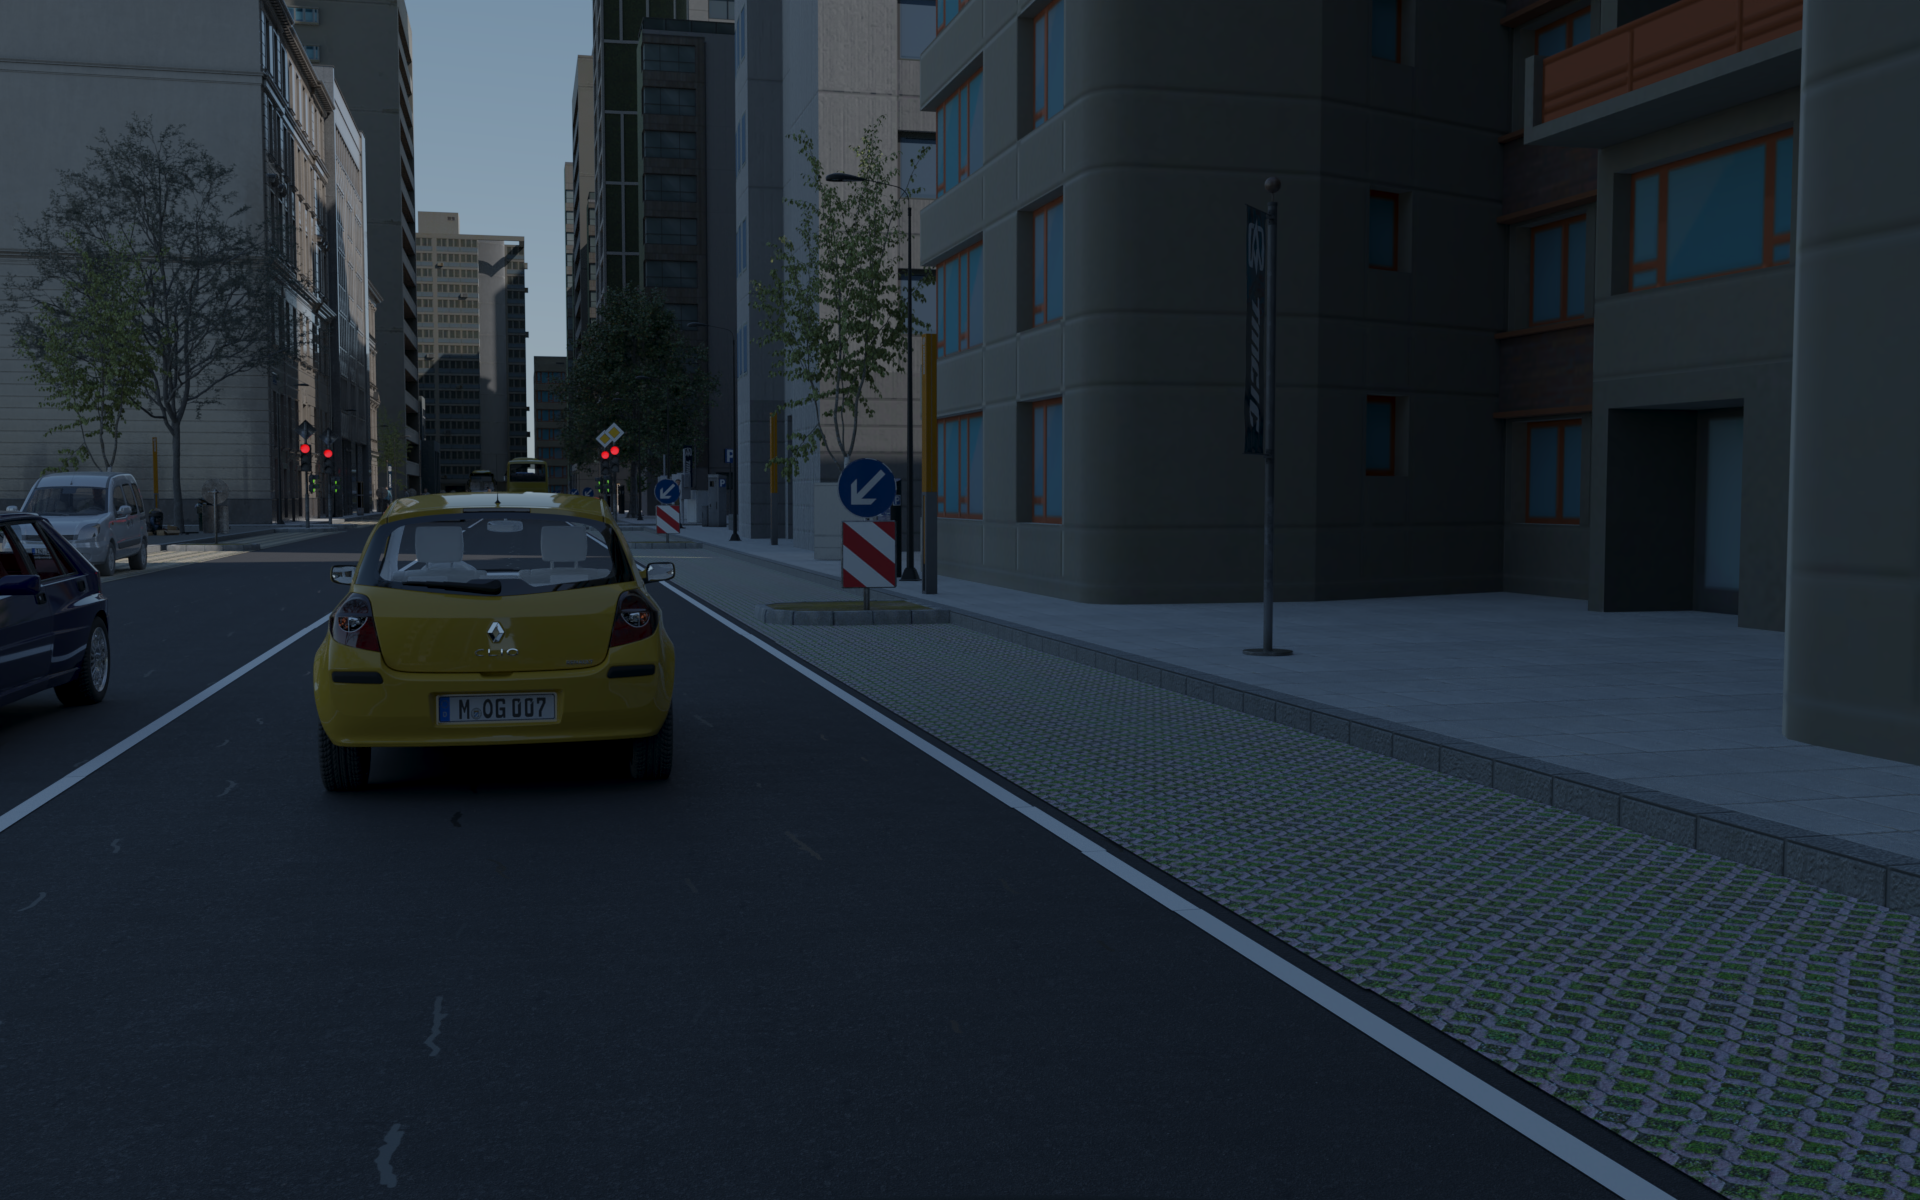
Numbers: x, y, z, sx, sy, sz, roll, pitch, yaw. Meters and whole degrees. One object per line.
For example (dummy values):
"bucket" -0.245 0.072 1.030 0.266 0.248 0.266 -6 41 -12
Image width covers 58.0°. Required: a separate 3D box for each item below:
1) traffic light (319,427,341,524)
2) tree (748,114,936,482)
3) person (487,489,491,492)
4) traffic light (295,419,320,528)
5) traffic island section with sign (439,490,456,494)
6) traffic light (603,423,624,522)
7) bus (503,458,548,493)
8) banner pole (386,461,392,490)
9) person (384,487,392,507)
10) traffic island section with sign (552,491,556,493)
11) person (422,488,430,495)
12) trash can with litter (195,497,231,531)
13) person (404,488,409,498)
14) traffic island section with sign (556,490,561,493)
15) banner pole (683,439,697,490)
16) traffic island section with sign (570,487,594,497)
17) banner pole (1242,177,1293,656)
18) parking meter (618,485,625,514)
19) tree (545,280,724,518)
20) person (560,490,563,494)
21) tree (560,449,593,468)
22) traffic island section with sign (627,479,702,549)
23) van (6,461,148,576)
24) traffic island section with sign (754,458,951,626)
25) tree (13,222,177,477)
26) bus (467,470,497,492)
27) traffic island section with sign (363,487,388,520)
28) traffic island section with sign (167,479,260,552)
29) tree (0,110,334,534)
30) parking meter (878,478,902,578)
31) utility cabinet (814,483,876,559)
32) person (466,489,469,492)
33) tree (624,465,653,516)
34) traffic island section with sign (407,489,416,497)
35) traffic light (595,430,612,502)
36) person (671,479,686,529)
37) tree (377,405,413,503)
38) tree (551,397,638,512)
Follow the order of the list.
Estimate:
"traffic light" -26.554 -5.142 72.987 0.839 4.253 0.868 -1 4 -14
"tree" -2.292 -5.133 34.293 4.737 8.622 4.395 0 3 0
"person" -36.349 -7.670 133.922 0.555 1.821 0.388 2 4 31
"traffic light" -24.596 -4.668 65.245 0.839 4.253 0.868 -1 4 -14
"traffic island section with sign" -51.243 -9.983 171.854 1.989 1.847 2.006 -1 4 -14
"traffic light" -13.584 -4.839 68.036 0.839 4.253 0.868 -1 4 -14
"bus" -29.056 -7.613 116.011 2.896 3.916 12.252 -1 4 -15
"banner pole" -42.598 -8.514 129.227 0.401 3.779 0.863 1 4 11
"person" -42.396 -7.470 128.200 0.660 1.820 0.620 -2 4 -24
"traffic island section with sign" -40.518 -10.164 174.803 1.989 1.847 2.006 -1 4 -14
"person" -33.181 -6.050 107.624 0.606 1.804 0.583 0 4 -3
"trash can with litter" -25.924 -2.978 60.079 1.055 1.170 0.624 -3 5 -40
"person" -36.483 -6.448 114.048 0.853 1.813 0.709 0 4 -8
"traffic island section with sign" -28.163 -7.174 125.927 1.989 1.847 2.006 -1 4 -14
"banner pole" -12.150 -5.401 78.319 0.863 3.779 0.401 -3 5 -41
"traffic island section with sign" -21.541 -5.573 99.752 1.989 1.847 2.006 -1 4 -14
"banner pole" 2.358 -1.440 13.566 0.401 3.779 0.863 2 4 28
"parking meter" -21.888 -6.499 111.963 0.255 1.863 0.399 2 4 28
"tree" -17.500 -10.753 92.815 9.611 12.733 9.660 0 3 0
"person" -25.431 -6.186 110.638 0.512 1.701 0.522 0 4 8
"tree" -33.321 -12.485 154.485 4.360 8.622 3.978 0 3 0
"traffic island section with sign" -7.911 -2.277 45.852 1.989 1.847 2.006 -1 4 -14
"van" -15.819 -1.471 31.069 2.013 2.044 4.112 -1 4 -14
"traffic island section with sign" -1.302 -0.678 19.716 1.989 1.847 2.006 -1 4 -14
"tree" -23.273 -5.914 47.053 4.737 8.622 4.395 0 3 0
"bus" -49.974 -11.590 181.037 2.896 3.916 12.252 -1 4 -16
"traffic island section with sign" -32.327 -5.408 97.044 1.989 1.847 2.006 -1 4 -14
"traffic island section with sign" -18.913 -2.162 43.978 1.989 1.847 2.006 -1 4 -14
"tree" -25.479 -8.904 55.952 12.009 13.543 11.850 0 3 0
"parking meter" -1.084 -1.117 26.675 0.372 1.533 0.369 0 3 0
"utility cabinet" -2.220 -1.521 33.548 1.173 1.500 0.318 1 4 10
"person" -41.105 -8.319 144.531 0.555 1.821 0.388 2 4 29
"tree" -19.069 -6.535 101.453 1.663 3.219 1.824 0 3 0
"traffic island section with sign" -38.934 -7.006 123.180 1.989 1.847 2.006 -1 4 -14
"traffic light" -15.542 -5.312 75.778 0.839 4.253 0.868 -1 4 -14
"person" -10.535 -3.555 64.080 0.836 1.842 0.656 -1 4 -22
"tree" -46.965 -11.752 142.513 4.737 8.622 4.395 0 3 0
"tree" -24.450 -11.461 121.801 8.767 10.594 7.601 -1 4 -11
